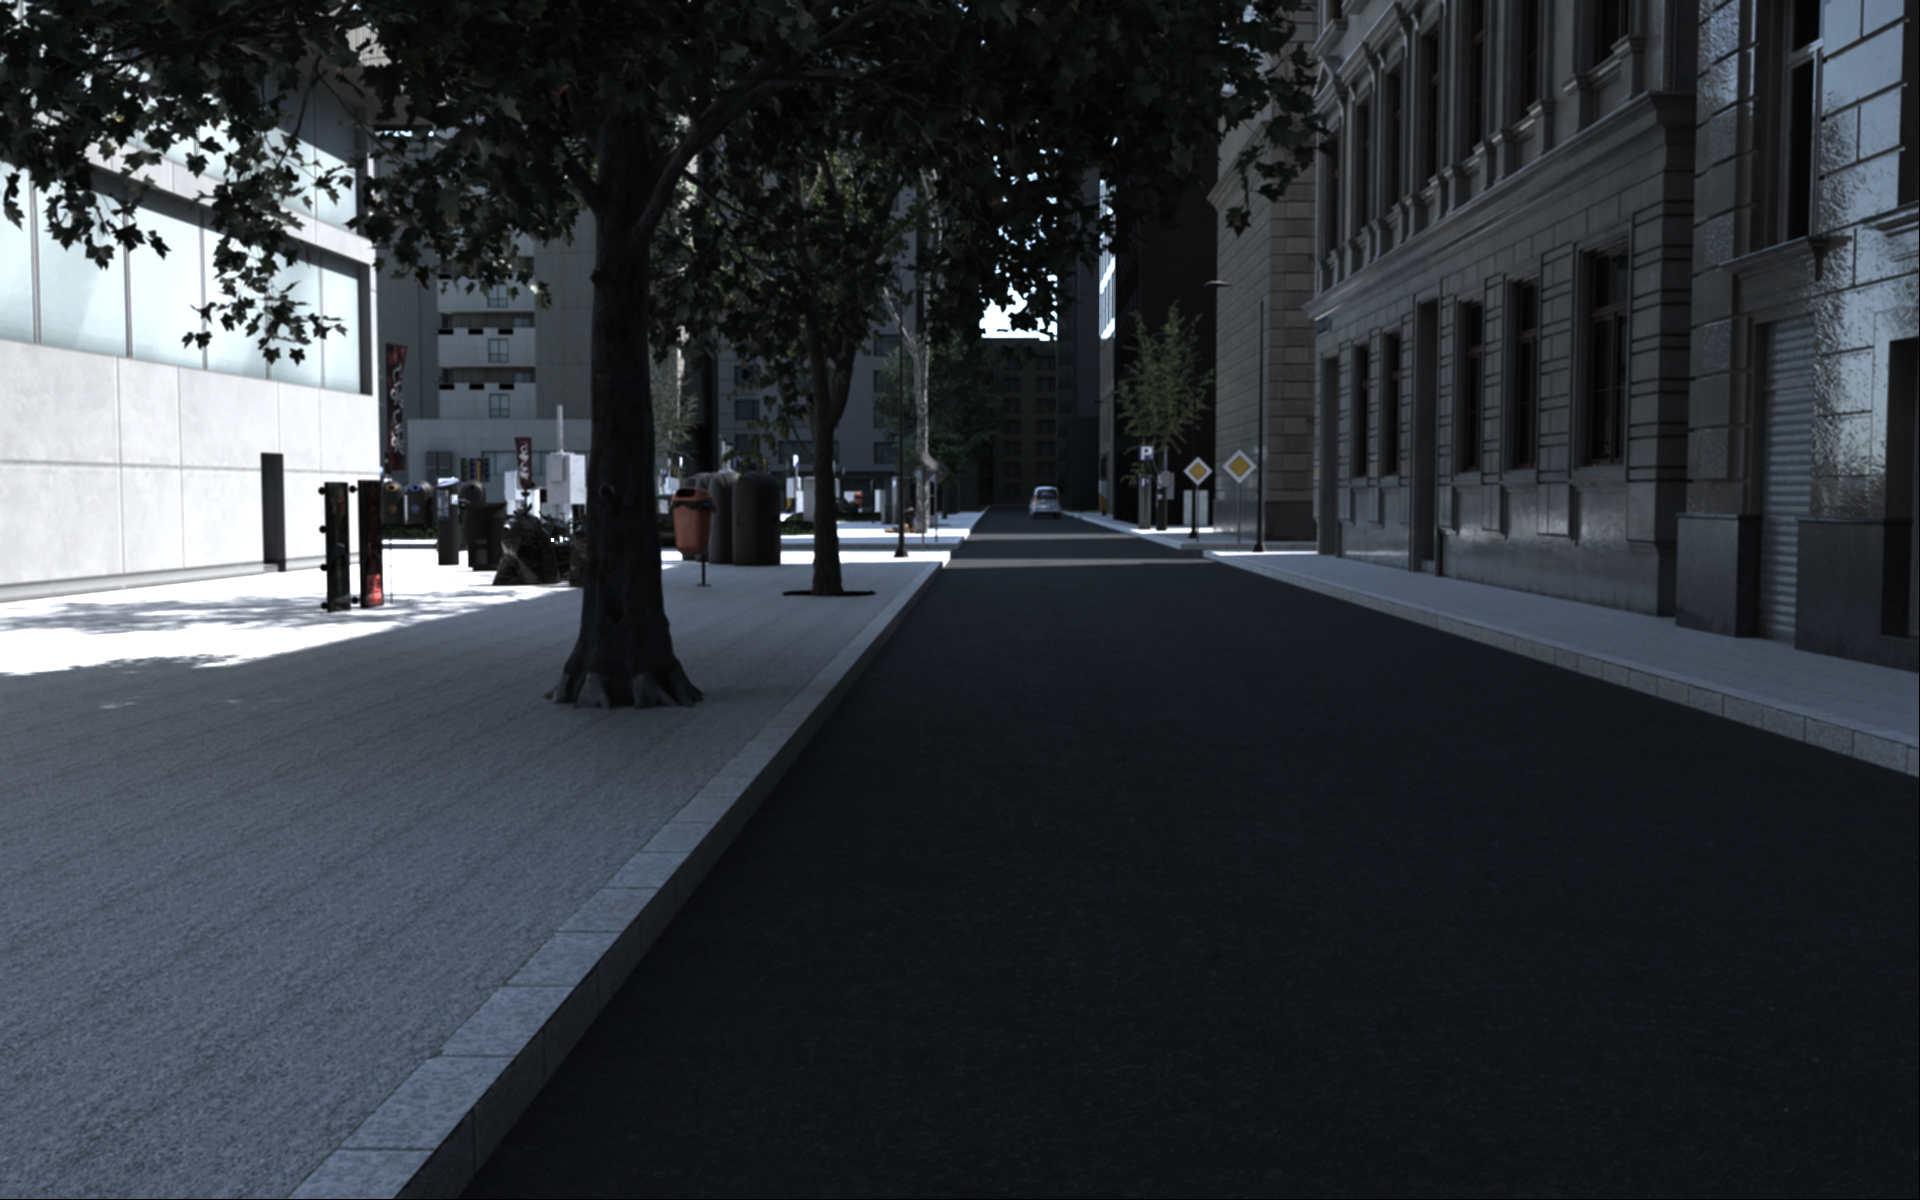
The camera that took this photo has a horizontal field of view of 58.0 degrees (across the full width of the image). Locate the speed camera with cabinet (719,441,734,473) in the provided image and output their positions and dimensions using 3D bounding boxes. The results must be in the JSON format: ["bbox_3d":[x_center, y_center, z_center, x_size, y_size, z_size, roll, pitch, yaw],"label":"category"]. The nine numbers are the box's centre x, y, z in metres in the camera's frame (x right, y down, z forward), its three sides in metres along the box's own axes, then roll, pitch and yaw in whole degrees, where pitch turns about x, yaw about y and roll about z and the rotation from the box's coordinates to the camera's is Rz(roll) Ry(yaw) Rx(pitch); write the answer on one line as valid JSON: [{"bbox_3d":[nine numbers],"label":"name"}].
[{"bbox_3d":[-8.808,-4.282,64.352,0.660,3.252,2.038,1,4,10],"label":"speed camera with cabinet"}]

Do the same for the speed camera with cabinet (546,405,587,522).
[{"bbox_3d":[-8.192,-2.695,38.400,2.038,3.252,0.660,2,4,27],"label":"speed camera with cabinet"}]

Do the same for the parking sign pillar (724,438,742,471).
[{"bbox_3d":[-10.886,-5.797,83.253,1.447,3.967,1.447,1,4,16],"label":"parking sign pillar"}]

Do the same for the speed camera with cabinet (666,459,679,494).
[{"bbox_3d":[-15.670,-6.230,96.193,0.660,3.252,2.038,-2,4,-34],"label":"speed camera with cabinet"}]

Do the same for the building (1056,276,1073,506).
[{"bbox_3d":[17.487,-30.922,189.170,14.154,41.232,14.086,0,4,1],"label":"building"}]

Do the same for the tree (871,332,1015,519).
[{"bbox_3d":[-0.979,-9.443,88.799,8.767,10.594,7.601,2,4,27],"label":"tree"}]

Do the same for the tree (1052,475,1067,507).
[{"bbox_3d":[9.894,-10.894,172.717,1.663,3.219,1.824,0,3,0],"label":"tree"}]

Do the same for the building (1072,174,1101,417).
[{"bbox_3d":[21.441,-38.253,167.436,21.231,58.520,28.212,0,4,1],"label":"building"}]

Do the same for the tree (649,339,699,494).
[{"bbox_3d":[-13.286,-7.714,76.486,4.360,8.622,3.978,0,3,0],"label":"tree"}]

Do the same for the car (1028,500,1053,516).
[{"bbox_3d":[5.324,-6.173,110.516,1.945,1.707,3.694,0,4,1],"label":"car"}]

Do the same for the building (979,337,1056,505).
[{"bbox_3d":[-1.186,-22.848,218.605,28.899,21.520,27.650,0,4,1],"label":"building"}]

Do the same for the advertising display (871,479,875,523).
[{"bbox_3d":[-3.837,-4.354,76.408,0.123,1.923,0.974,0,4,-6],"label":"advertising display"}]

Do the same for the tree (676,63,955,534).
[{"bbox_3d":[-2.441,-12.238,55.972,12.611,20.169,13.585,0,3,0],"label":"tree"}]

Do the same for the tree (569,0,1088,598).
[{"bbox_3d":[-1.596,-5.873,21.781,9.928,11.665,9.643,0,3,0],"label":"tree"}]

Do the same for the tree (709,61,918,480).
[{"bbox_3d":[-2.423,-4.792,28.709,4.737,8.622,4.395,0,3,0],"label":"tree"}]

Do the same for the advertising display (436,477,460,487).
[{"bbox_3d":[-19.213,-3.659,65.031,0.123,1.923,0.974,3,5,40],"label":"advertising display"}]

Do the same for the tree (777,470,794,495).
[{"bbox_3d":[-11.976,-7.749,121.290,1.663,3.219,1.824,0,3,0],"label":"tree"}]

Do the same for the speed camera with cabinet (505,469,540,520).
[{"bbox_3d":[-16.963,-4.506,68.007,0.660,3.252,2.038,2,4,28],"label":"speed camera with cabinet"}]

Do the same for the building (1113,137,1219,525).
[{"bbox_3d":[13.634,-15.185,77.947,12.332,23.373,15.834,0,4,1],"label":"building"}]

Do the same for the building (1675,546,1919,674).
[{"bbox_3d":[12.310,-12.631,3.782,12.463,27.353,25.104,0,4,1],"label":"building"}]

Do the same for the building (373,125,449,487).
[{"bbox_3d":[-62.048,-31.079,191.731,14.086,41.232,14.154,0,4,1],"label":"building"}]

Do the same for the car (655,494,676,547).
[{"bbox_3d":[-6.504,-1.961,41.852,4.222,1.686,2.009,0,4,2],"label":"car"}]

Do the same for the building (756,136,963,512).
[{"bbox_3d":[-7.199,-21.833,128.676,14.160,30.474,14.107,0,4,1],"label":"building"}]

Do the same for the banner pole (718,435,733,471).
[{"bbox_3d":[-10.056,-5.145,74.145,0.863,3.779,0.401,-2,4,-30],"label":"banner pole"}]

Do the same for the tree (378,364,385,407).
[{"bbox_3d":[-23.393,-6.933,63.714,4.360,8.622,3.978,0,3,0],"label":"tree"}]

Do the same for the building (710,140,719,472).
[{"bbox_3d":[-19.470,-31.026,190.866,14.086,41.232,14.154,0,4,1],"label":"building"}]

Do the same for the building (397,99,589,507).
[{"bbox_3d":[-40.433,-36.334,183.300,27.495,52.752,28.713,0,4,1],"label":"building"}]

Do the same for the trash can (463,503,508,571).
[{"bbox_3d":[-7.922,-1.058,28.947,0.748,1.137,0.748,0,3,0],"label":"trash can"}]

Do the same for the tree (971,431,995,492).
[{"bbox_3d":[1.763,-14.087,180.685,4.360,8.622,3.978,0,3,0],"label":"tree"}]

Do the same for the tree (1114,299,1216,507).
[{"bbox_3d":[7.674,-7.098,66.414,4.737,8.622,4.395,0,3,0],"label":"tree"}]

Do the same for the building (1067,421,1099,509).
[{"bbox_3d":[20.362,-50.406,136.817,22.319,86.520,31.000,0,4,1],"label":"building"}]

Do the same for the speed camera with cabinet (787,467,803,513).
[{"bbox_3d":[-8.780,-6.150,94.886,0.660,3.252,2.038,1,4,22],"label":"speed camera with cabinet"}]

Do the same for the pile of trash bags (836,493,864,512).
[{"bbox_3d":[-6.415,-5.351,97.249,1.912,1.369,3.447,2,4,26],"label":"pile of trash bags"}]

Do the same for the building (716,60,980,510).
[{"bbox_3d":[-8.648,-43.232,145.094,20.563,71.187,20.611,0,4,1],"label":"building"}]

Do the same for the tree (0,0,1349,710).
[{"bbox_3d":[-2.030,-5.706,10.305,9.611,12.733,9.660,0,3,0],"label":"tree"}]

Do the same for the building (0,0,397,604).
[{"bbox_3d":[-23.440,-26.371,20.399,27.495,52.752,28.713,0,4,1],"label":"building"}]

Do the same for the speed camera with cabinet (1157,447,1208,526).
[{"bbox_3d":[9.044,-4.644,70.272,2.038,3.252,0.660,1,4,10],"label":"speed camera with cabinet"}]

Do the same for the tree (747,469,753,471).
[{"bbox_3d":[-14.854,-7.641,119.536,1.663,3.219,1.824,0,3,0],"label":"tree"}]

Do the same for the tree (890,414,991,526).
[{"bbox_3d":[-1.002,-5.294,70.278,4.285,4.588,4.351,0,3,0],"label":"tree"}]

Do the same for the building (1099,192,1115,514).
[{"bbox_3d":[18.951,-18.275,103.315,19.350,26.468,34.151,0,4,1],"label":"building"}]

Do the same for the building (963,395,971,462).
[{"bbox_3d":[-6.043,-23.970,163.608,14.160,30.474,14.107,0,4,1],"label":"building"}]

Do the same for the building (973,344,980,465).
[{"bbox_3d":[-4.976,-33.006,189.751,14.200,45.320,14.600,0,4,1],"label":"building"}]

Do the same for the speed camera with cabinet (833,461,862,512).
[{"bbox_3d":[-6.895,-6.669,103.372,2.038,3.252,0.660,-1,4,-16],"label":"speed camera with cabinet"}]

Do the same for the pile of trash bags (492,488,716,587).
[{"bbox_3d":[-4.954,-0.904,24.532,3.447,1.369,1.912,2,4,25],"label":"pile of trash bags"}]

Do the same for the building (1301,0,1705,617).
[{"bbox_3d":[12.461,-11.673,27.014,11.583,22.565,21.152,0,4,1],"label":"building"}]

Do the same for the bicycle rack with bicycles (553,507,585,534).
[{"bbox_3d":[-10.028,-2.124,48.103,2.925,0.926,2.852,-1,4,-21],"label":"bicycle rack with bicycles"}]

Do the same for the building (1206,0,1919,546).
[{"bbox_3d":[20.477,-15.536,51.284,25.104,27.353,12.463,0,4,1],"label":"building"}]
